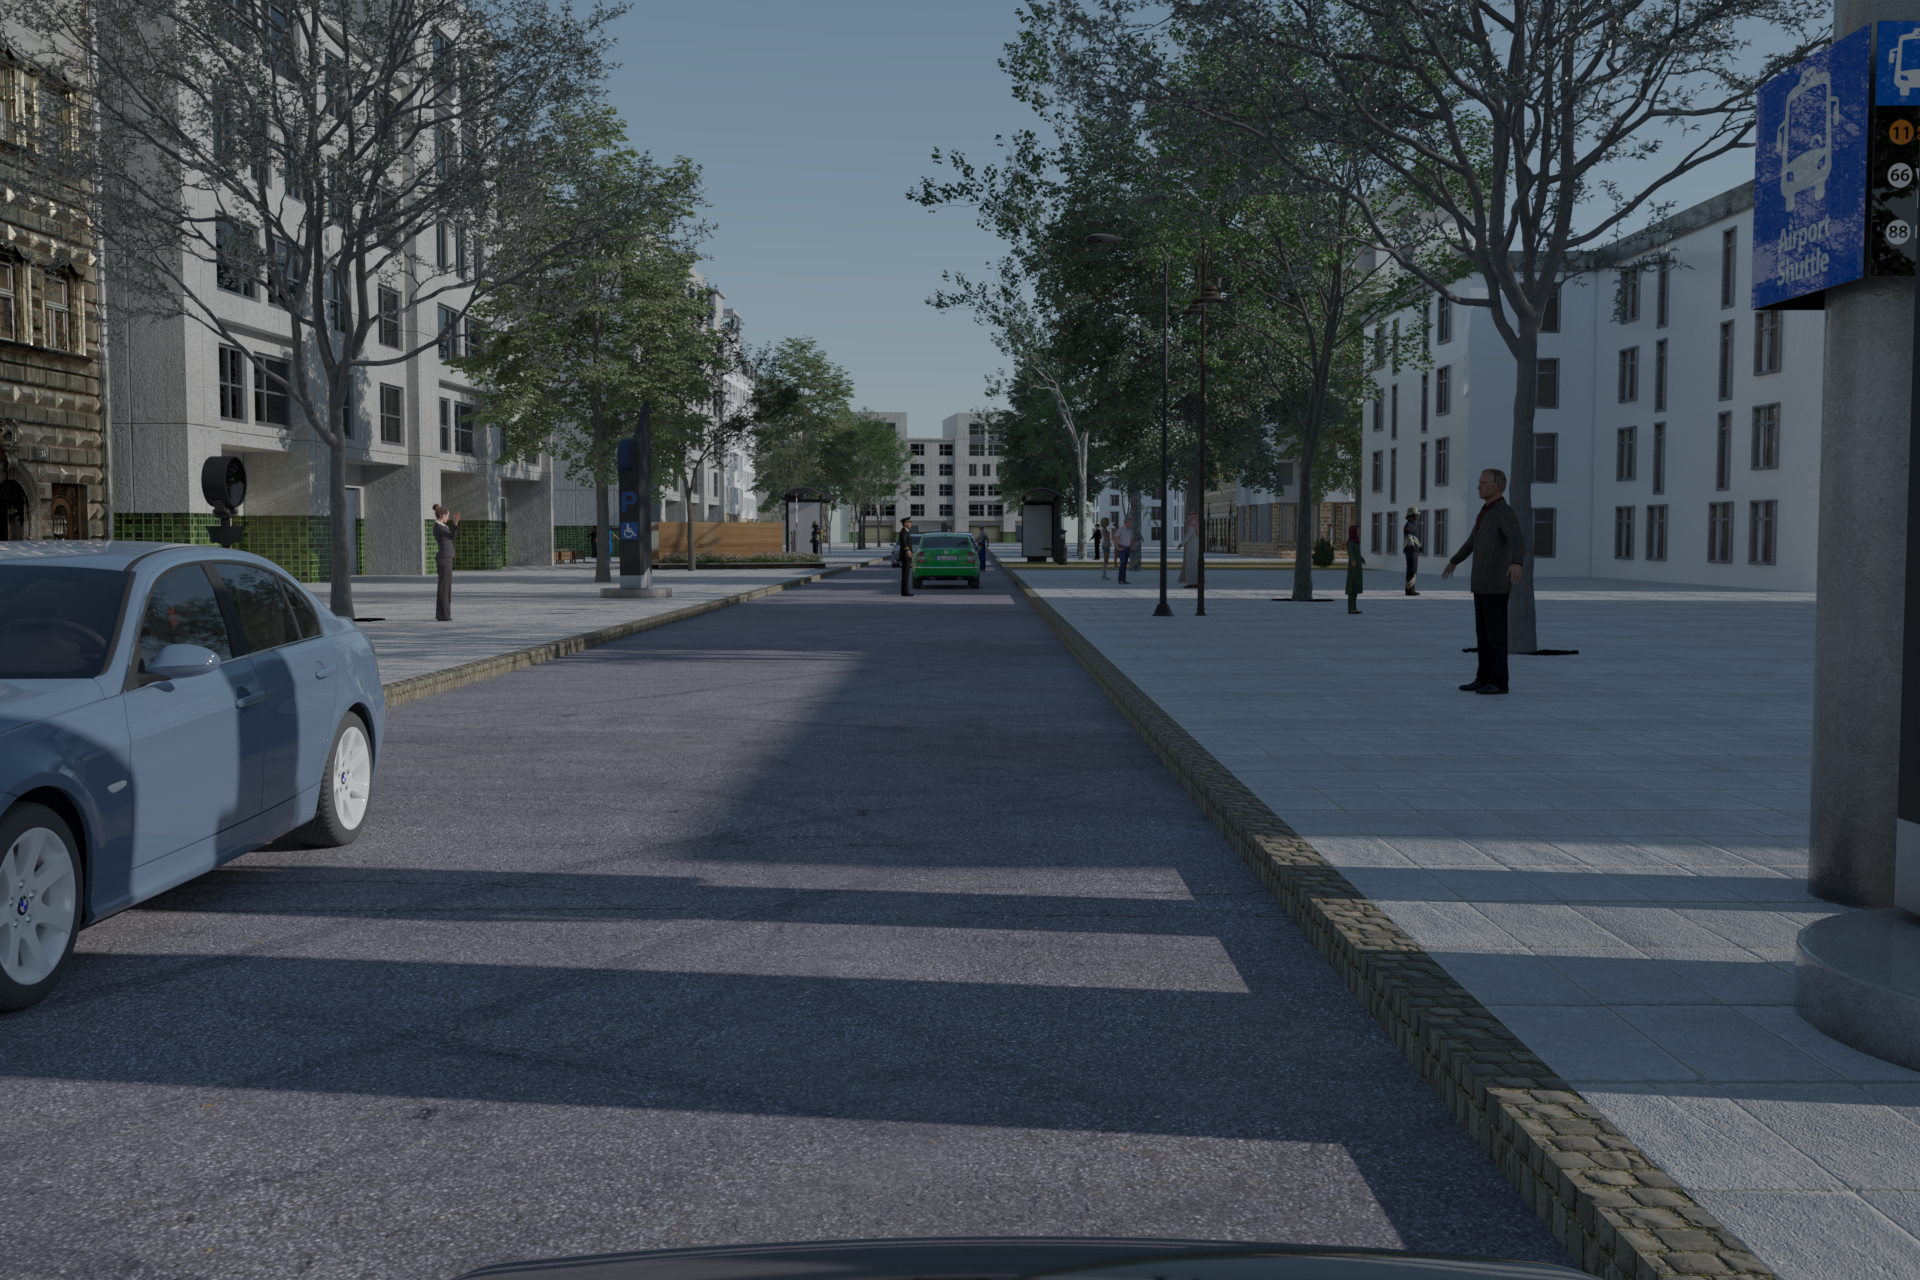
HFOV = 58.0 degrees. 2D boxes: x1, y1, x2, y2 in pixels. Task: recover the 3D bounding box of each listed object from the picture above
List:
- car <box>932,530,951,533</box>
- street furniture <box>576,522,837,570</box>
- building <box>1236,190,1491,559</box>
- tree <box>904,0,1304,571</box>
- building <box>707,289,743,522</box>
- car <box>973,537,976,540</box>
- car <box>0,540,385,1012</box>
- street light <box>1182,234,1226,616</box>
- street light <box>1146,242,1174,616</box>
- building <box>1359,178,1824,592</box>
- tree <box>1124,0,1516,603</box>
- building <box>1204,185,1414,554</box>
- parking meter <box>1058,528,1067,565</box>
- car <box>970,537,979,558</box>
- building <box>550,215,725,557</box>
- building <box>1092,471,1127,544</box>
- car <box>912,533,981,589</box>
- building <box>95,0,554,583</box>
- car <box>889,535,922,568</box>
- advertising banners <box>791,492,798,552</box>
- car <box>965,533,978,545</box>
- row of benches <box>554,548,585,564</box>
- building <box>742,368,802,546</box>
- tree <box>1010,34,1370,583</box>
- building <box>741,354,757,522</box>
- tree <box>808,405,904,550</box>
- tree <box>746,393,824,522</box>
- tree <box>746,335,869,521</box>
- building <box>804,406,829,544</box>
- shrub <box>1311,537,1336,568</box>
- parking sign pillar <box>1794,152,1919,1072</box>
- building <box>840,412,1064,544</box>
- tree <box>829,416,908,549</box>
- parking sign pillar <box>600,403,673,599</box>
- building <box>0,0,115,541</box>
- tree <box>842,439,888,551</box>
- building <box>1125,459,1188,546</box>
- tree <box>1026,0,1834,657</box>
[{"bbox_3d":[-1.501,-8.160,142.094,2.281,1.827,5.304,0,4,1],"label":"car"},{"bbox_3d":[-8.261,-3.577,65.343,11.010,1.723,9.812,-1,4,-23],"label":"street furniture"},{"bbox_3d":[21.548,-15.006,101.771,16.016,20.090,11.380,0,3,0],"label":"building"},{"bbox_3d":[4.948,-12.505,60.341,12.611,20.169,13.585,0,3,0],"label":"tree"},{"bbox_3d":[-23.748,-17.050,135.179,16.016,20.090,11.380,0,4,1],"label":"building"},{"bbox_3d":[0.546,-8.986,158.930,2.014,1.417,4.499,0,4,-1],"label":"car"},{"bbox_3d":[-3.658,0.323,6.719,2.014,1.417,4.499,0,3,0],"label":"car"},{"bbox_3d":[3.784,-3.319,27.055,0.468,5.910,1.993,0,3,0],"label":"street light"},{"bbox_3d":[3.723,-3.327,26.940,1.470,5.913,1.316,0,4,0],"label":"street light"},{"bbox_3d":[19.557,-6.693,51.577,9.099,9.664,28.070,0,4,0],"label":"building"},{"bbox_3d":[6.687,-6.538,32.652,9.928,11.665,9.643,0,3,0],"label":"tree"},{"bbox_3d":[26.730,-17.482,116.751,19.493,23.208,18.063,0,4,1],"label":"building"},{"bbox_3d":[4.247,-3.865,71.597,0.372,1.533,0.369,0,3,0],"label":"parking meter"},{"bbox_3d":[-0.023,-3.593,71.320,1.945,1.354,3.894,0,4,1],"label":"car"},{"bbox_3d":[-26.090,-15.023,112.077,16.747,18.905,31.486,0,4,1],"label":"building"},{"bbox_3d":[22.903,-17.616,230.164,9.099,9.664,28.070,0,4,0],"label":"building"},{"bbox_3d":[-0.394,-2.324,46.792,1.959,1.807,4.718,0,4,-1],"label":"car"},{"bbox_3d":[-25.071,-11.453,53.709,16.747,18.905,31.486,0,4,1],"label":"building"},{"bbox_3d":[-2.029,-3.866,75.204,2.014,1.417,4.499,0,4,1],"label":"car"},{"bbox_3d":[-6.868,-4.631,71.909,0.090,3.025,2.074,0,4,2],"label":"advertising banners"},{"bbox_3d":[0.073,-5.025,91.746,1.945,1.707,3.694,0,4,0],"label":"car"},{"bbox_3d":[-17.135,-3.581,74.013,1.422,0.672,4.104,1,4,11],"label":"row of benches"},{"bbox_3d":[-28.206,-22.662,201.457,19.493,23.208,18.063,0,4,0],"label":"building"},{"bbox_3d":[6.179,-8.501,45.648,9.857,13.997,8.962,0,3,0],"label":"tree"},{"bbox_3d":[-27.646,-19.715,178.756,16.016,20.090,11.380,0,4,1],"label":"building"},{"bbox_3d":[-8.315,-13.176,141.176,9.928,11.665,9.643,0,3,0],"label":"tree"},{"bbox_3d":[-8.678,-8.570,90.479,4.360,8.622,3.978,0,3,0],"label":"tree"},{"bbox_3d":[-8.823,-11.093,99.505,7.486,12.596,7.792,0,3,0],"label":"tree"},{"bbox_3d":[-27.670,-24.543,232.204,19.493,23.208,18.063,0,4,1],"label":"building"},{"bbox_3d":[13.919,-3.379,66.366,1.383,1.207,1.383,0,3,0],"label":"shrub"},{"bbox_3d":[2.936,-0.969,4.313,1.447,3.967,1.447,0,3,0],"label":"parking sign pillar"},{"bbox_3d":[-1.542,-23.830,258.528,31.486,18.905,16.747,-1,4,-8],"label":"building"},{"bbox_3d":[-8.317,-13.836,151.972,9.928,11.665,9.643,0,3,0],"label":"tree"},{"bbox_3d":[-6.563,-2.846,35.003,1.447,3.967,1.447,0,4,0],"label":"parking sign pillar"},{"bbox_3d":[-27.782,-12.056,28.045,19.493,23.208,18.063,0,4,1],"label":"building"},{"bbox_3d":[-8.249,-11.091,131.697,4.360,8.622,3.978,0,3,0],"label":"tree"},{"bbox_3d":[23.797,-15.061,188.395,9.099,9.664,28.070,0,4,0],"label":"building"},{"bbox_3d":[6.029,-6.606,18.371,12.009,13.543,11.850,0,3,0],"label":"tree"}]
